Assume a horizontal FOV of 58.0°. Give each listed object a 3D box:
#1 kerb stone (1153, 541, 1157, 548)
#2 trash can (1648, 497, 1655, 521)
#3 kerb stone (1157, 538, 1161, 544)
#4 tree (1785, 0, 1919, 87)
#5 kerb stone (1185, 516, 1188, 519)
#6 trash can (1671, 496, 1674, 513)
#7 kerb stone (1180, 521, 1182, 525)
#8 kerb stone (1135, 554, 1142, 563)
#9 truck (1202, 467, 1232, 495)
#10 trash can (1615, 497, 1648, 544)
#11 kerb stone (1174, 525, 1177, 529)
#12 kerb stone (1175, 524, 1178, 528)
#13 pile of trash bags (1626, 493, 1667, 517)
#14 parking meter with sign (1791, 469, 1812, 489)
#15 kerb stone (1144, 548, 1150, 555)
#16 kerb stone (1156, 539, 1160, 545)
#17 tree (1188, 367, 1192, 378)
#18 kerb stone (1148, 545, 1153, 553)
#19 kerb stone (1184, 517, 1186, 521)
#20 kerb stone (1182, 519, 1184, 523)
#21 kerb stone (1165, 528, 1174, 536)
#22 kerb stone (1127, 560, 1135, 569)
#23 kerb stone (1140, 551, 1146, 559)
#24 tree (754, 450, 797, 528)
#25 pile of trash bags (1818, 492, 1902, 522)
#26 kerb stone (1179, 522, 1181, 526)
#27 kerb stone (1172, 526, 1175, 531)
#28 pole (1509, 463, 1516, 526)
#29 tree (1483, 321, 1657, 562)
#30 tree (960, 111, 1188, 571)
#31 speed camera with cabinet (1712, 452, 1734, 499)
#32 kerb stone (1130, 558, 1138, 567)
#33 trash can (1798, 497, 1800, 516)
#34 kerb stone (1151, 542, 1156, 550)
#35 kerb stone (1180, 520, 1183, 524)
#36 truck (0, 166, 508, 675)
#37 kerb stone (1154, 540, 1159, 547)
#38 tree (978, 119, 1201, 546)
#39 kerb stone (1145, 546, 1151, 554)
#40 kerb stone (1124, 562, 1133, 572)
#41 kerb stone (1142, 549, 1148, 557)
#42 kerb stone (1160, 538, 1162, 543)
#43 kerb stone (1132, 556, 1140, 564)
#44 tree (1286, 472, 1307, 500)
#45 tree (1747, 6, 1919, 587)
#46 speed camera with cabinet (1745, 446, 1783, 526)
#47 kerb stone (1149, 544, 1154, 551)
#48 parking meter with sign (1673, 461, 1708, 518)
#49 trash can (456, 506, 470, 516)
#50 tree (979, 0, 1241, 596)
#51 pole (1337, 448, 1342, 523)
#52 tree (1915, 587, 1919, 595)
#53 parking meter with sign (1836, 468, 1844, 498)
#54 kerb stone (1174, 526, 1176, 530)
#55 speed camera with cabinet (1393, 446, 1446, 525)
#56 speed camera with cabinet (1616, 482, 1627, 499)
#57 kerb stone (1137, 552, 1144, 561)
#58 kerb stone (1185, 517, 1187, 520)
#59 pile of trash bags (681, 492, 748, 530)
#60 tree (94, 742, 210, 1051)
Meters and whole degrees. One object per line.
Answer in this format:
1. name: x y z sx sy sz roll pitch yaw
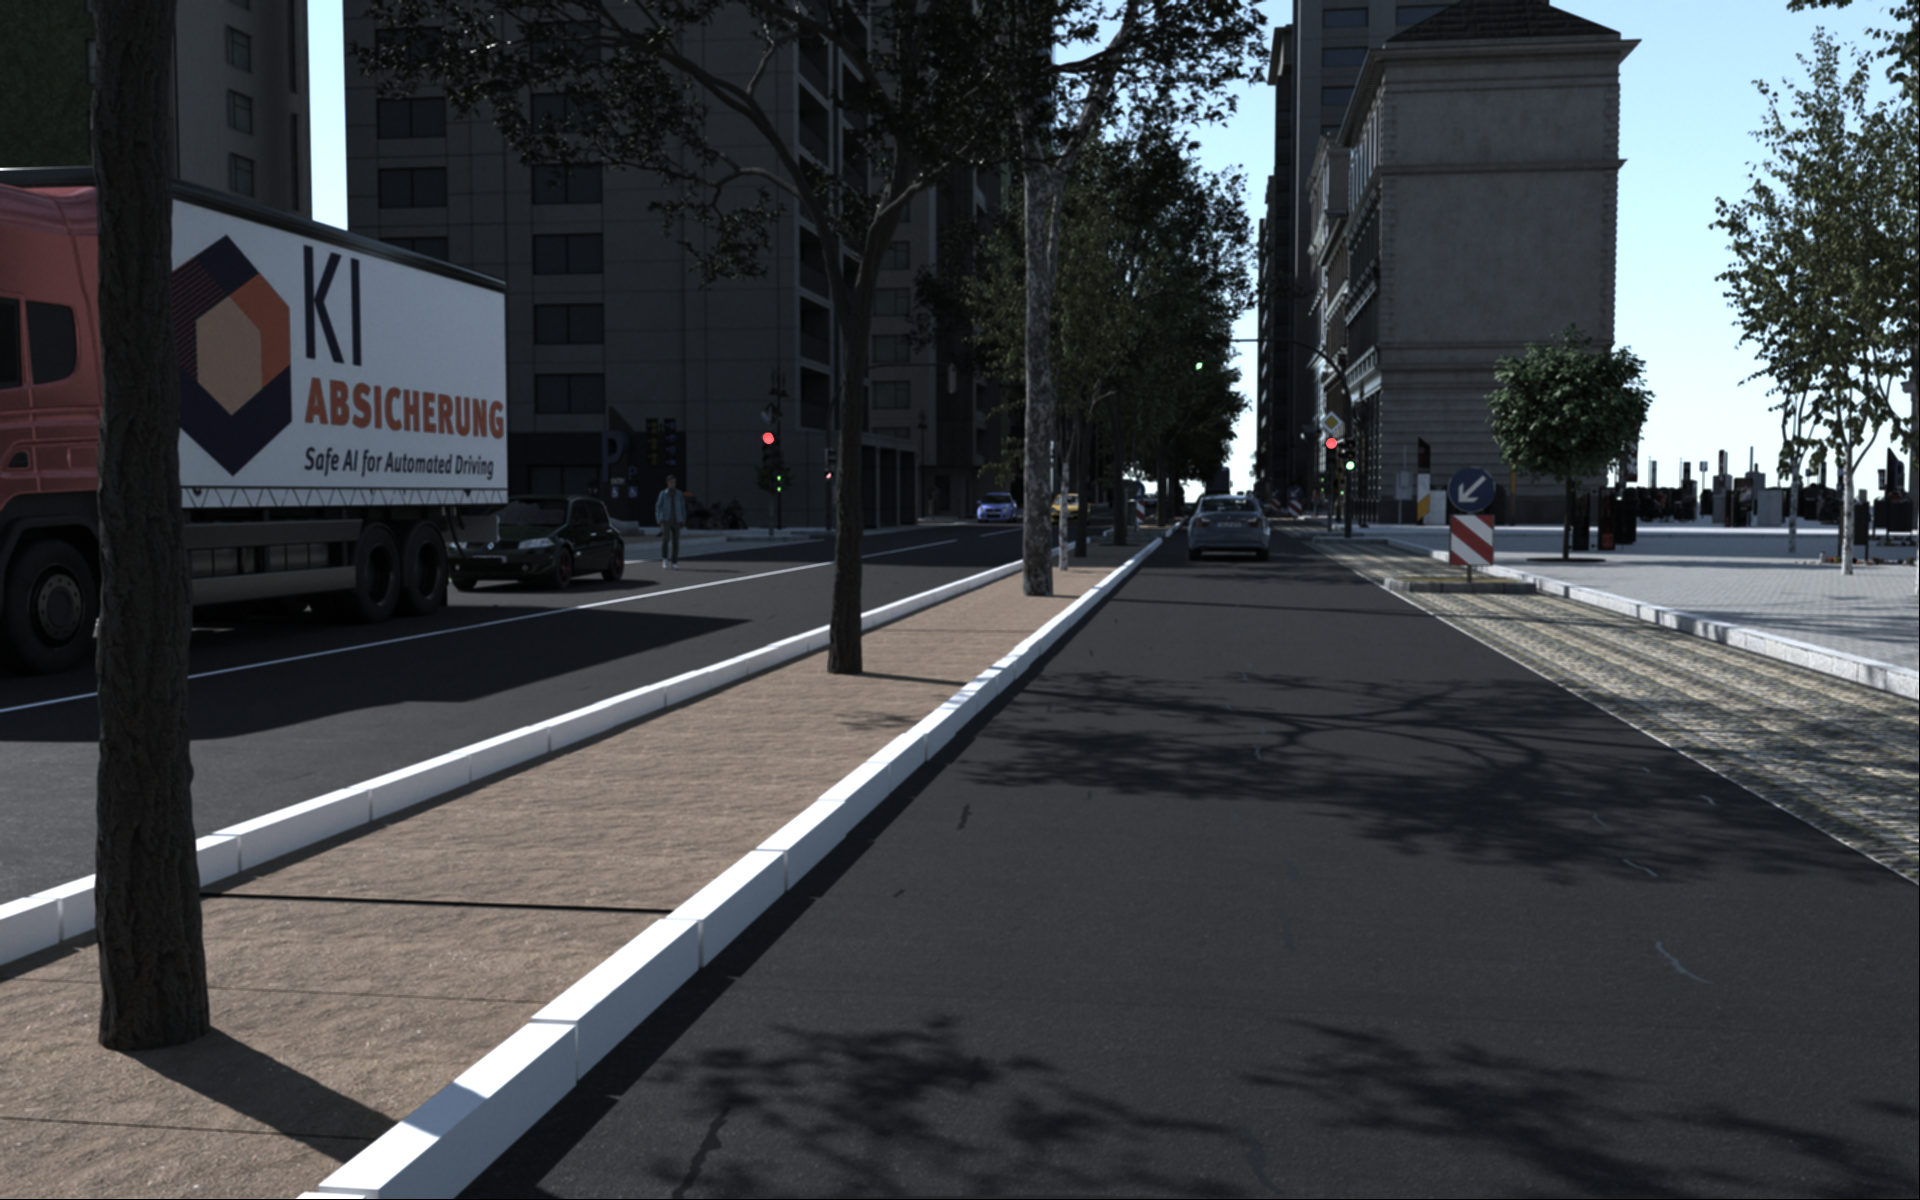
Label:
1. kerb stone: 4.899 -1.350 44.274 0.120 0.150 1.000 1 4 8
2. trash can: 32.681 -4.328 82.418 0.748 1.137 0.748 0 3 0
3. kerb stone: 5.351 -1.537 47.320 0.120 0.150 1.000 1 4 8
4. tree: 8.095 -5.175 10.363 9.928 11.665 9.643 0 3 0
5. kerb stone: 11.555 -4.114 89.453 0.120 0.150 1.000 1 4 8
6. trash can: 42.605 -5.666 104.297 0.748 1.137 0.748 0 3 0
7. kerb stone: 9.464 -3.245 75.255 0.120 0.150 1.000 1 4 8
8. kerb stone: 3.560 -0.789 35.164 0.120 0.150 1.000 1 4 8
9. truck: 24.487 -10.701 164.725 2.967 4.110 18.799 1 4 8
10. trash can: 16.980 -1.997 44.302 0.748 1.137 0.748 0 3 0
11. kerb stone: 7.977 -2.626 65.127 0.120 0.150 1.000 1 4 8
12. kerb stone: 8.267 -2.750 67.150 0.120 0.150 1.000 1 4 8
13. pile of trash bags: 38.880 -5.392 97.912 3.447 1.369 1.912 -3 4 -39
14. parking meter with sign: 57.186 -7.468 118.369 1.738 3.016 0.543 0 4 -8
15. kerb stone: 4.156 -1.035 39.214 0.120 0.150 1.000 1 4 8
16. kerb stone: 5.198 -1.474 46.300 0.120 0.150 1.000 1 4 8
17. tree: 6.348 -6.689 62.192 4.737 8.622 4.395 0 3 0
18. kerb stone: 4.462 -1.164 41.238 0.120 0.150 1.000 1 4 8
19. kerb stone: 11.096 -3.924 86.414 0.120 0.150 1.000 1 4 8
20. kerb stone: 10.204 -3.553 80.327 0.120 0.150 1.000 1 4 8
21. kerb stone: 7.374 -2.376 61.078 0.120 0.150 1.000 1 4 8
22. kerb stone: 3.117 -0.607 32.126 0.120 0.150 1.000 1 4 8
23. kerb stone: 3.853 -0.909 37.189 0.120 0.150 1.000 1 4 8
24. tree: -6.951 -4.329 65.375 1.663 3.219 1.824 0 3 0
25. pile of trash bags: 42.136 -4.360 81.030 3.447 1.369 1.912 1 4 17
26. kerb stone: 9.164 -3.122 73.233 0.120 0.150 1.000 1 4 8
27. kerb stone: 7.671 -2.502 63.106 0.120 0.150 1.000 1 4 8
28. pole: 22.233 -4.636 69.641 0.158 3.312 0.155 0 3 0
29. tree: 11.579 -3.022 33.117 4.285 4.588 4.351 0 3 0
30. tree: 1.923 -4.860 32.280 4.737 8.622 4.395 0 3 0
31. speed camera with cabinet: 36.278 -5.315 81.229 2.038 3.252 0.660 -1 4 -23
32. kerb stone: 3.265 -0.666 33.138 0.120 0.150 1.000 1 4 8
33. trash can: 48.787 -5.430 100.436 0.748 1.137 0.748 0 3 0
34. kerb stone: 4.752 -1.288 43.262 0.120 0.150 1.000 1 4 8
35. kerb stone: 9.763 -3.370 77.287 0.120 0.150 1.000 1 4 8
36. truck: -7.851 -1.731 17.217 2.839 4.237 11.283 0 4 8
37. kerb stone: 5.051 -1.409 45.288 0.120 0.150 1.000 1 4 8
38. tree: 4.323 -7.302 47.599 9.928 11.665 9.643 0 3 0
39. kerb stone: 4.308 -1.103 40.227 0.120 0.150 1.000 1 4 8
40. kerb stone: 2.971 -0.545 31.110 0.120 0.150 1.000 1 4 8
41. kerb stone: 4.013 -0.976 38.199 0.120 0.150 1.000 1 4 8
42. kerb stone: 5.496 -1.599 48.343 0.120 0.150 1.000 1 4 8
43. kerb stone: 3.413 -0.731 34.149 0.120 0.150 1.000 1 4 8
44. tree: 26.586 -8.639 135.850 1.663 3.219 1.824 0 3 0
45. tree: 14.015 -4.698 27.181 4.737 8.622 4.395 0 3 0
46. speed camera with cabinet: 32.864 -4.678 70.819 0.660 3.252 2.038 0 4 -3
47. kerb stone: 4.605 -1.227 42.250 0.120 0.150 1.000 1 4 8
48. parking meter with sign: 38.984 -5.890 92.561 0.543 3.016 1.738 -2 4 -31
49. trash can: -15.630 -2.598 54.125 0.748 1.137 0.748 0 3 0
50. tree: 2.171 -10.052 22.694 12.611 20.169 13.585 0 3 0
51. pole: 16.748 -5.050 76.410 0.158 3.312 0.155 0 3 0
52. tree: 12.286 -4.382 22.004 4.737 8.622 4.395 0 3 0
53. parking meter with sign: 58.994 -7.330 116.111 0.543 3.016 1.738 2 4 33
54. kerb stone: 7.818 -2.564 64.118 0.120 0.150 1.000 1 4 8
55. speed camera with cabinet: 18.858 -4.690 71.010 2.038 3.252 0.660 0 4 2
56. speed camera with cabinet: 48.219 -8.147 127.533 0.660 3.252 2.038 -1 4 -13
57. kerb stone: 3.711 -0.855 36.175 0.120 0.150 1.000 1 4 8
58. kerb stone: 11.249 -3.990 87.426 0.120 0.150 1.000 1 4 8
59. pile of trash bags: -9.227 -3.260 63.054 1.912 1.369 3.447 -3 5 -39
60. tree: -2.195 -4.100 3.901 8.767 10.594 7.601 1 4 8
